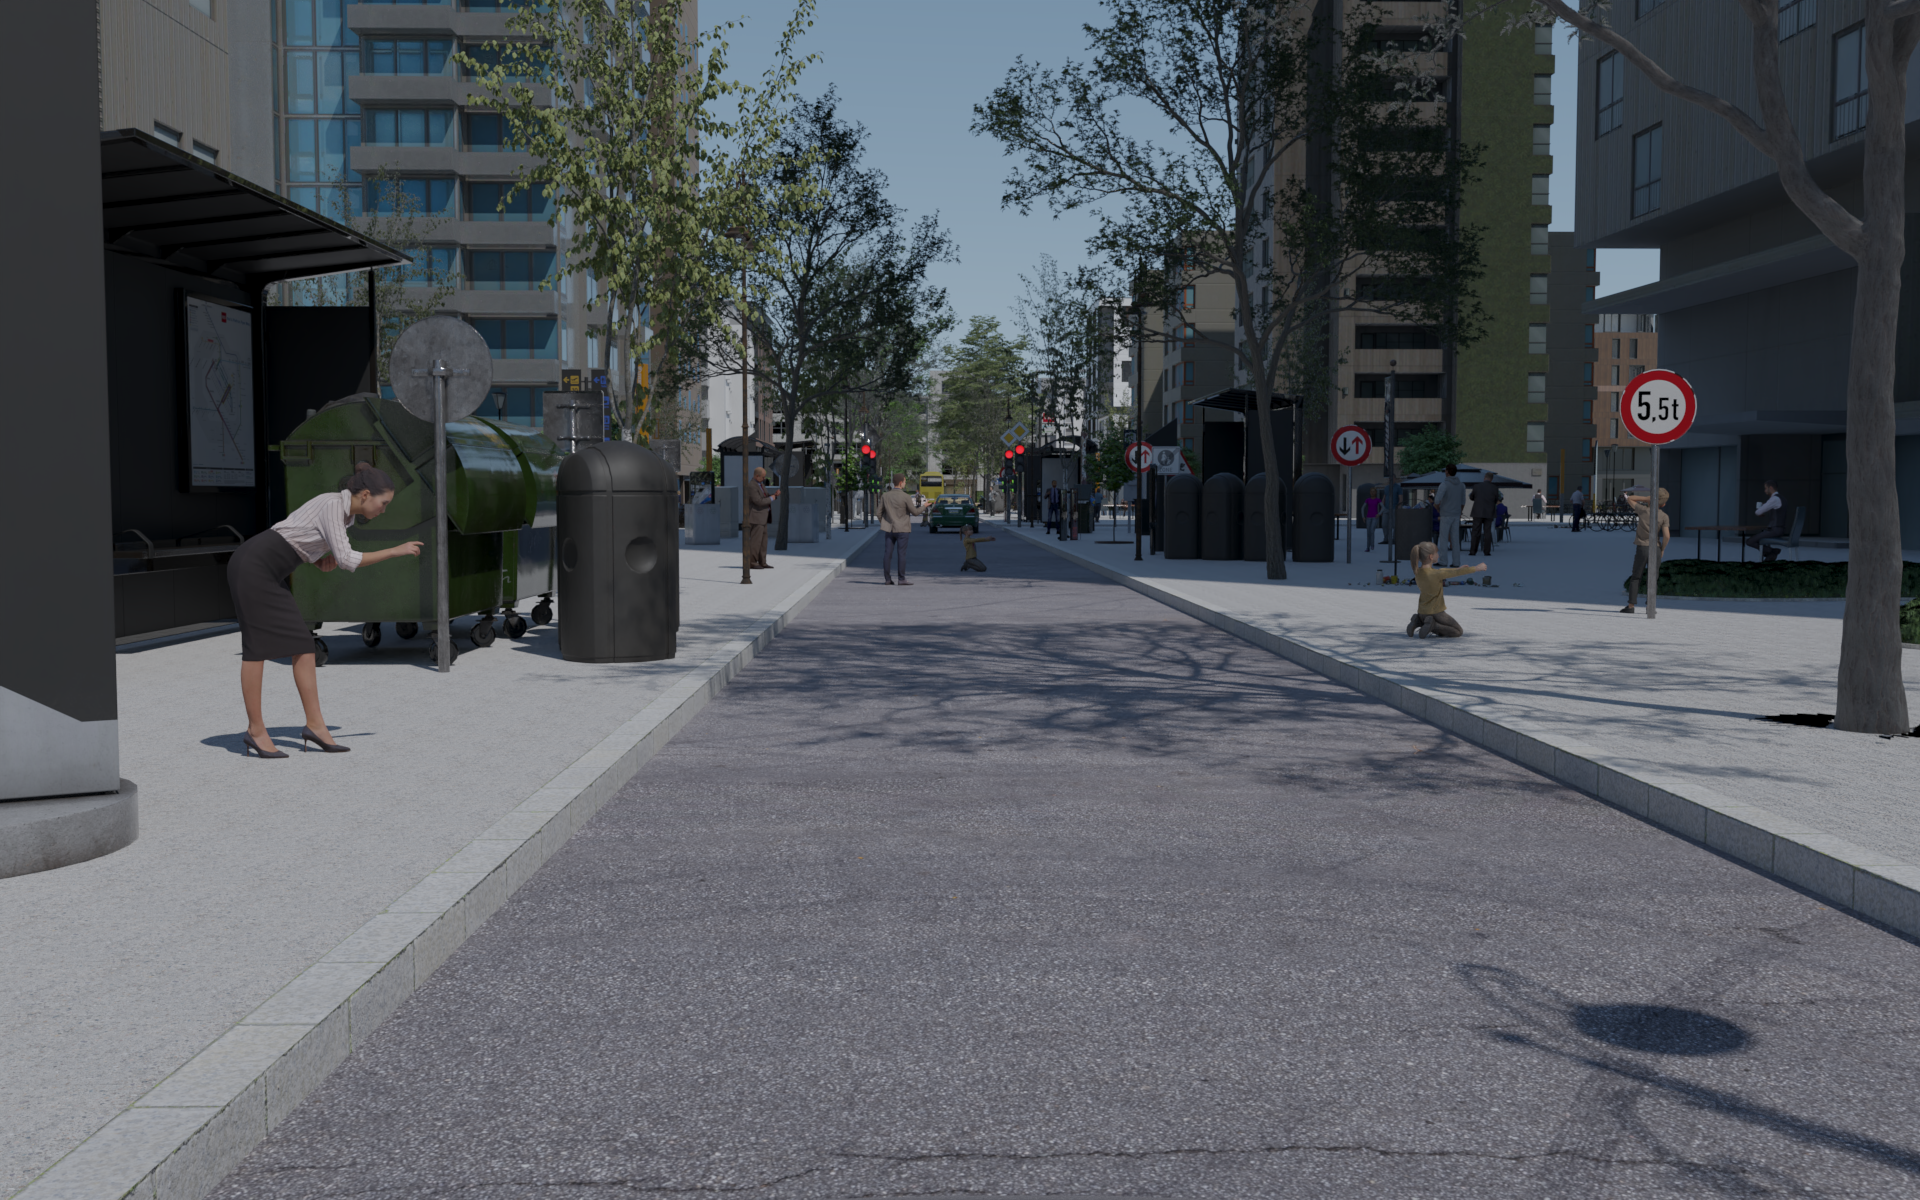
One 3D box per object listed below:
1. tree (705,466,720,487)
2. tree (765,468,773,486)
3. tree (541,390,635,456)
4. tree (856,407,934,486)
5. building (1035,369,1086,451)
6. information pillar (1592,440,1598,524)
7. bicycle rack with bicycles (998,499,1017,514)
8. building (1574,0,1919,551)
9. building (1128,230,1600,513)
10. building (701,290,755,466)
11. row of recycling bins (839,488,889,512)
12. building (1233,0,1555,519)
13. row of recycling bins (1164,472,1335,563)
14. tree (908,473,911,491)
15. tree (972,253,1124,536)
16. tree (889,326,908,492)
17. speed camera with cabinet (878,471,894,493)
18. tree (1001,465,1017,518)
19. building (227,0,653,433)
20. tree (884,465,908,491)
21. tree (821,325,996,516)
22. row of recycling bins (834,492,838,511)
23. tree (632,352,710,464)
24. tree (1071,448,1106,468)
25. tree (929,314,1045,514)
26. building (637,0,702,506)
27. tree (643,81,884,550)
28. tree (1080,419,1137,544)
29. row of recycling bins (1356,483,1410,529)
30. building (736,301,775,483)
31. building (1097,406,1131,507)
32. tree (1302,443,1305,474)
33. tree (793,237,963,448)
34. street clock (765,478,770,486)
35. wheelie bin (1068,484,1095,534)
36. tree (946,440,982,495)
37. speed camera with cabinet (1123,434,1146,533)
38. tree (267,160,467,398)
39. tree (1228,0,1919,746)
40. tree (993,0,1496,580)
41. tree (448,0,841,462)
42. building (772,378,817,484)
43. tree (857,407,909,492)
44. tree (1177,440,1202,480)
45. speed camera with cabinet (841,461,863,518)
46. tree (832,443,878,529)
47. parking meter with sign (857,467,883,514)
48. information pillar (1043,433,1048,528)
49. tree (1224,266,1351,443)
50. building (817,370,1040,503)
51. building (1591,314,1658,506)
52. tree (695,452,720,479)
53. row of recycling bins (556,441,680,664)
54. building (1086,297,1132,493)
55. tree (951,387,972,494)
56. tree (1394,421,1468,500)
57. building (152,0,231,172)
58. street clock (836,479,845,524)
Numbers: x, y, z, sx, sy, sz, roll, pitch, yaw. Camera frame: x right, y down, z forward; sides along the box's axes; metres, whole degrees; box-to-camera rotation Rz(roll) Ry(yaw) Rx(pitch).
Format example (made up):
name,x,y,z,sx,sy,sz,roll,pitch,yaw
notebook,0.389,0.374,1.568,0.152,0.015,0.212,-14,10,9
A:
name,x,y,z,sx,sy,sz,roll,pitch,yaw
tree,-16.859,-7.531,117.729,1.663,3.219,1.824,0,3,0
tree,-12.676,-6.987,108.835,1.663,3.219,1.824,0,3,0
tree,-11.785,-4.361,55.017,4.285,4.588,4.351,0,3,0
tree,-7.819,-18.210,204.389,9.857,13.997,8.962,0,3,0
building,16.960,-24.436,255.946,11.380,20.091,16.016,0,4,-1
information pillar,27.577,-5.127,75.188,0.183,3.616,0.504,2,4,25
bicycle rack with bicycles,4.449,-6.566,120.741,2.925,0.926,2.852,-3,5,-40
building,32.128,-27.468,38.348,28.713,52.752,27.495,0,4,-1
building,28.004,-17.333,128.431,27.650,21.520,28.899,0,4,-1
building,-28.302,-18.951,166.267,16.016,20.091,11.380,0,4,-1
row of recycling bins,-6.701,-7.152,124.053,3.534,1.692,1.069,1,4,15
building,23.260,-19.801,95.444,14.107,30.474,14.160,0,4,-1
row of recycling bins,5.551,-1.612,33.468,3.534,1.692,1.069,2,4,34
tree,-7.622,-16.286,216.643,4.737,8.622,4.395,0,3,0
tree,3.152,-6.240,52.385,4.360,8.622,3.978,0,3,0
tree,-3.965,-6.025,48.878,4.737,8.622,4.395,0,3,0
speed camera with cabinet,-6.544,-9.408,148.149,2.038,3.252,0.660,2,4,25
tree,3.158,-5.928,91.527,1.663,3.219,1.824,0,3,0
building,-30.481,-29.461,101.295,23.786,49.044,30.456,0,4,-1
tree,-7.282,-12.510,188.255,4.285,4.588,4.351,0,3,0
tree,-4.826,-10.650,99.888,9.928,11.665,9.643,0,3,0
row of recycling bins,-8.752,-7.452,128.951,3.534,1.692,1.069,-2,4,-28
tree,-15.223,-8.576,90.586,4.360,8.622,3.978,0,3,0
tree,7.833,-7.760,110.594,4.285,4.588,4.351,0,3,0
tree,1.689,-11.748,110.209,7.486,12.596,7.792,0,3,0
building,-27.621,-29.458,131.754,14.600,45.320,14.200,0,4,-1
tree,-3.777,-6.407,39.167,7.601,10.594,8.767,1,4,19
tree,3.882,-3.082,44.994,1.663,3.219,1.824,0,3,0
row of recycling bins,16.061,-3.573,65.532,1.069,1.692,3.534,3,4,38
building,-38.211,-21.585,196.891,32.646,21.610,27.936,0,4,-1
building,19.029,-13.680,165.817,9.099,9.664,28.070,0,4,-1
tree,15.576,-6.289,86.535,4.285,4.588,4.351,0,3,0
tree,-4.940,-16.479,125.316,12.611,20.169,13.585,0,3,0
street clock,-9.021,-4.633,80.311,0.358,2.002,0.471,1,4,21
wheelie bin,3.982,-2.971,56.487,0.980,1.594,0.693,1,4,21
tree,0.803,-13.738,174.970,4.737,8.622,4.395,0,3,0
speed camera with cabinet,6.432,-3.830,56.953,2.038,3.252,0.660,1,4,17
tree,-12.934,-5.332,37.533,4.360,8.622,3.978,0,3,0
tree,4.808,-6.035,9.043,12.009,13.543,11.850,0,3,0
tree,4.603,-5.606,26.071,8.767,10.594,7.601,-2,4,-33
tree,-3.646,-4.261,20.033,4.737,8.622,4.395,0,3,0
building,-35.935,-23.725,254.366,31.486,18.905,16.747,0,4,-1
tree,-6.478,-11.849,144.088,4.360,8.622,3.978,0,3,0
tree,12.896,-7.229,101.903,4.285,4.588,4.351,0,3,0
speed camera with cabinet,-5.846,-6.082,93.782,0.660,3.252,2.038,-2,4,-26
tree,-4.080,-4.222,63.633,1.663,3.219,1.824,0,3,0
parking meter with sign,-5.853,-7.034,111.259,1.738,3.016,0.543,-1,4,-10
information pillar,3.319,-4.600,66.568,0.183,3.616,0.504,1,4,9
tree,10.609,-6.440,55.660,4.360,8.622,3.978,0,3,0
building,-4.479,-23.826,256.016,31.486,18.905,16.747,0,4,-1
building,59.644,-21.737,199.381,32.646,21.610,27.936,0,4,-1
tree,-17.513,-8.668,125.431,4.285,4.588,4.351,0,3,0
row of recycling bins,-2.899,-0.468,14.773,1.069,1.692,3.534,-1,4,-8
building,27.952,-21.553,196.374,27.936,21.610,32.646,0,4,-1
tree,2.109,-9.348,103.202,4.360,8.622,3.978,0,3,0
tree,21.364,-5.801,78.557,4.285,4.588,4.351,0,3,0
building,-33.936,-27.325,36.001,27.495,52.752,28.713,0,4,-1
street clock,-5.031,-4.252,74.093,0.471,2.002,0.358,1,4,14
